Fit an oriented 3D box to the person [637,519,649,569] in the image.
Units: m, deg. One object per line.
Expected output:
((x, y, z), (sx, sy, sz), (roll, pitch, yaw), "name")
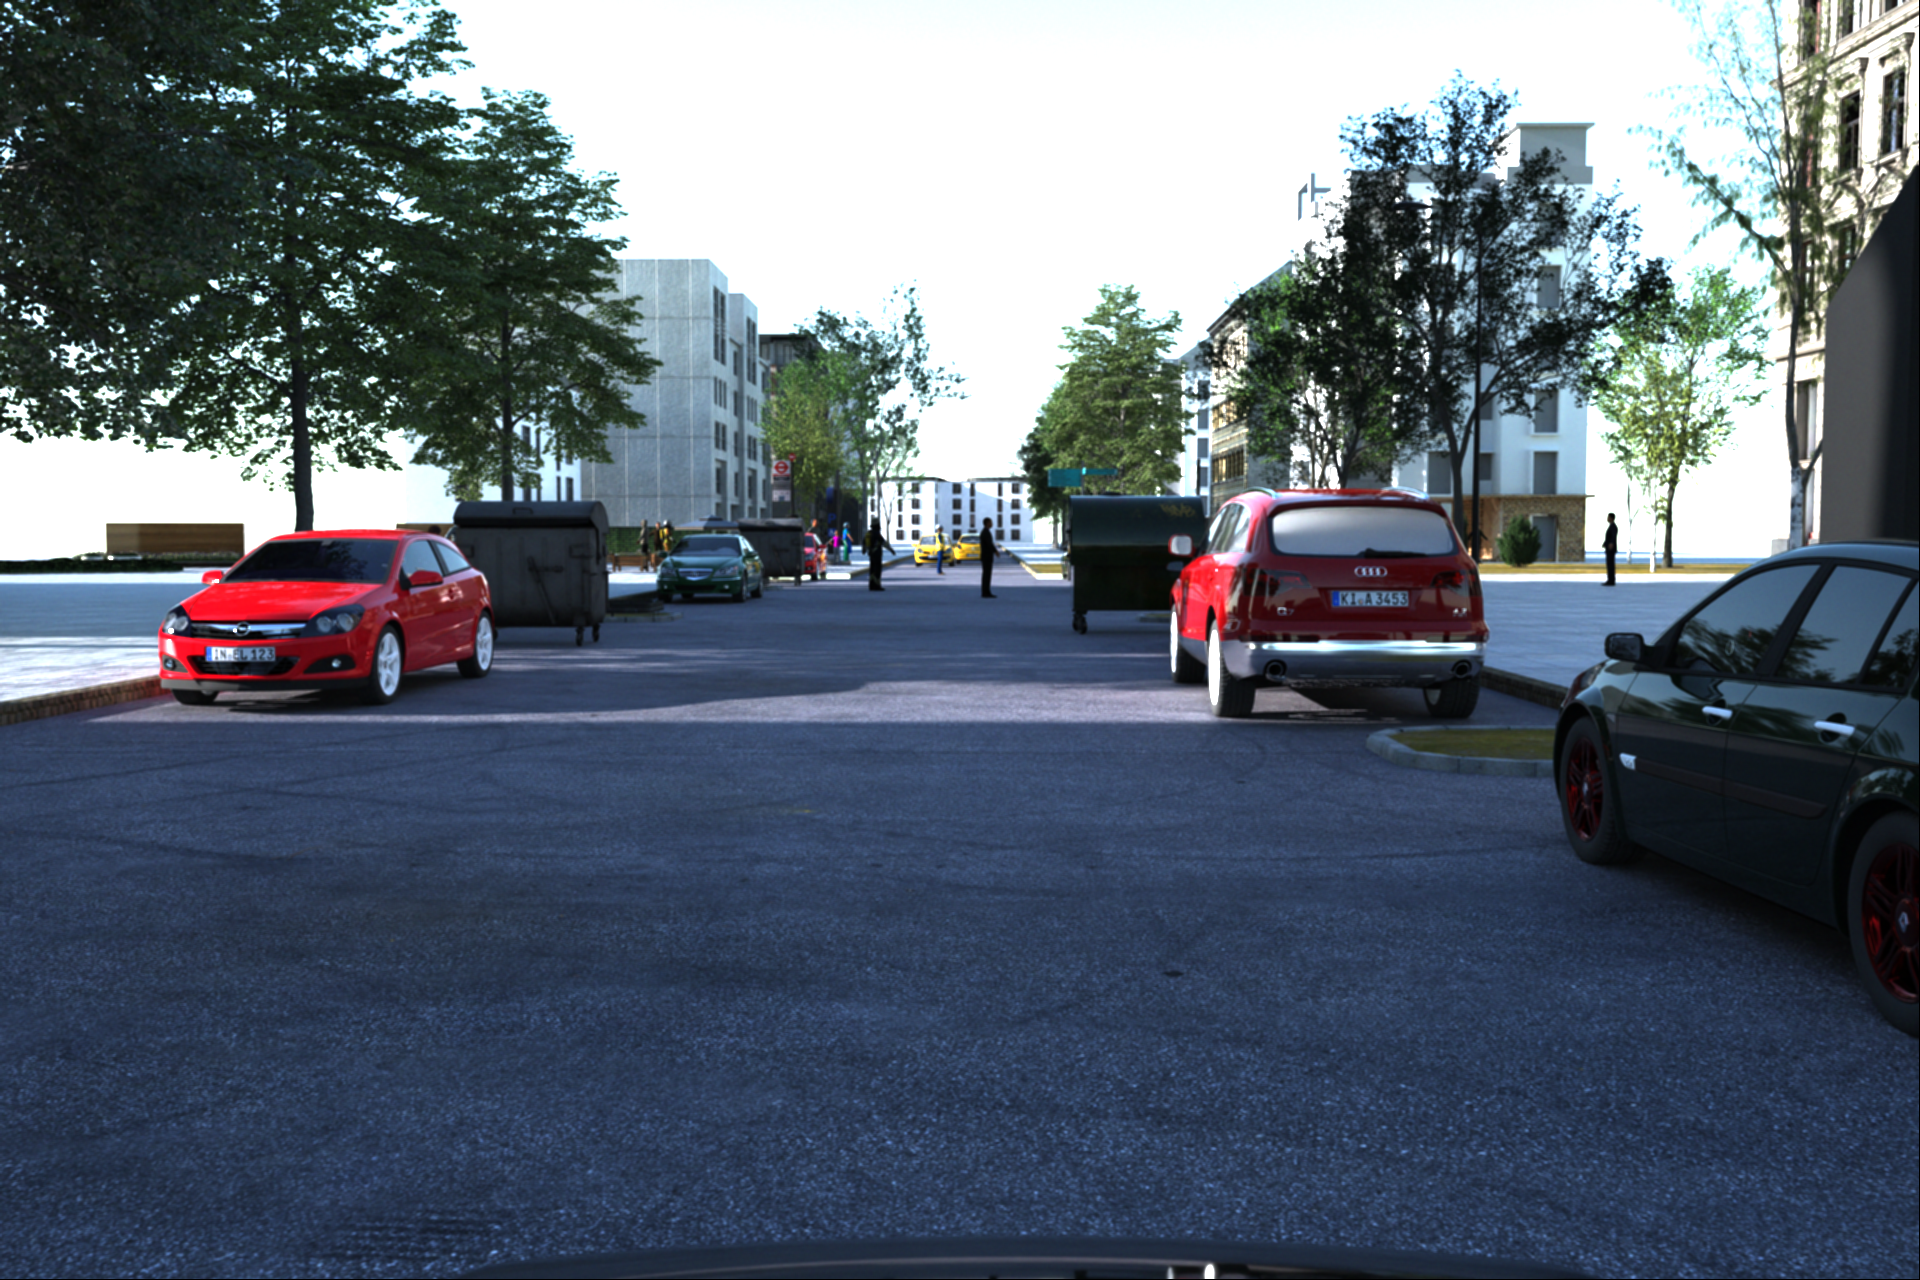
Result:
((-11.465, -3.468, 62.834), (0.705, 1.813, 1.348), (0, 4, 3), "person")

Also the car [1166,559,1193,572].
((3.585, -0.708, 20.613), (2.155, 1.783, 4.494), (0, 4, 1), "car")

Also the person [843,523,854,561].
((-5.203, -4.525, 80.112), (0.704, 1.817, 1.347), (-1, 4, -20), "person")

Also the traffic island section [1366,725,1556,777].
((3.707, 0.714, 11.200), (1.991, 0.108, 1.994), (0, 4, 1), "traffic island section")

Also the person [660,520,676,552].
((-11.685, -3.891, 69.391), (0.705, 1.858, 1.354), (-2, 4, -26), "person")

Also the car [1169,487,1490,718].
((3.022, -0.390, 15.054), (2.281, 1.827, 5.304), (0, 4, 1), "car")

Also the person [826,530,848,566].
((-5.000, -3.725, 70.167), (0.991, 1.433, 0.599), (1, 4, 16), "person")

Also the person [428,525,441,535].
((-8.831, -1.174, 28.464), (0.421, 1.427, 0.697), (3, 4, 36), "person")

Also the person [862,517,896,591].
((-2.115, -2.177, 43.836), (0.705, 1.856, 1.354), (-3, 4, -38), "person")

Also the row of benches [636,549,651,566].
((-13.016, -3.413, 71.258), (1.422, 0.672, 4.104), (-1, 4, -10), "row of benches")

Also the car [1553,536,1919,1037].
((3.547, 0.213, 6.305), (2.009, 1.686, 4.222), (0, 4, 1), "car")

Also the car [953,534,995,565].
((0.646, -4.439, 82.805), (2.015, 1.641, 3.980), (0, 4, 1), "car")

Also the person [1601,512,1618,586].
((16.149, -2.263, 43.050), (0.704, 1.823, 1.345), (1, 4, 12), "person")

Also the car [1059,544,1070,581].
((4.141, -2.732, 54.459), (2.009, 1.686, 4.222), (0, 3, 0), "car")

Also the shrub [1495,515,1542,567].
((21.584, -3.843, 66.875), (1.661, 2.075, 1.752), (0, 3, 0), "shrub")

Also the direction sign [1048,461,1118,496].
((4.477, -4.517, 62.608), (2.525, 3.948, 1.411), (0, 4, 0), "direction sign")

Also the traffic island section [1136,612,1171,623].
((3.941, -0.360, 28.747), (1.991, 0.108, 1.994), (0, 4, 0), "traffic island section")

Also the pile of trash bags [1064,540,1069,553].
((5.176, -3.737, 70.851), (1.912, 1.369, 3.447), (0, 4, 1), "pile of trash bags")

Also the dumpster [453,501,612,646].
((-5.560, -0.876, 22.544), (1.865, 1.857, 1.264), (0, 4, 1), "dumpster")

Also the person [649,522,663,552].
((-13.467, -4.356, 77.350), (1.346, 1.812, 0.704), (0, 4, -1), "person")

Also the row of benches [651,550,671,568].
((-9.881, -3.104, 66.220), (4.104, 0.672, 1.422), (-1, 4, -21), "row of benches")

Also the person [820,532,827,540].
((-6.770, -5.149, 90.908), (1.216, 1.740, 0.721), (-1, 4, -10), "person")

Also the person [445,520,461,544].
((-15.777, -2.976, 54.494), (0.704, 1.849, 1.345), (2, 4, 30), "person")

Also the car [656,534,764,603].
((-5.380, -1.581, 37.644), (2.131, 1.459, 4.920), (0, 4, 1), "car")

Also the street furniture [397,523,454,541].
((-20.026, -4.023, 72.626), (11.010, 1.723, 9.812), (-1, 4, -15), "street furniture")

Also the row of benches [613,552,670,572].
((-9.899, -2.658, 58.921), (4.104, 0.672, 1.422), (0, 4, 8), "row of benches")

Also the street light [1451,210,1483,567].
((7.807, -3.166, 24.310), (1.470, 5.913, 1.316), (0, 4, 1), "street light")

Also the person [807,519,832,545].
((-5.004, -3.290, 60.064), (0.705, 1.796, 1.348), (3, 5, 45), "person")

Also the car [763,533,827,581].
((-5.212, -2.777, 54.449), (2.155, 1.783, 4.494), (0, 4, 1), "car")

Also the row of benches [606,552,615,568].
((-13.698, -2.989, 64.326), (1.422, 0.672, 4.104), (0, 4, 7), "row of benches")

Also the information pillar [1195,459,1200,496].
((7.406, -3.831, 53.998), (0.183, 3.616, 0.504), (0, 4, 1), "information pillar")

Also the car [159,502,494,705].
((-5.658, -0.418, 15.881), (2.155, 1.783, 4.494), (0, 4, 1), "car")

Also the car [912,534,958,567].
((-1.093, -4.094, 77.165), (2.015, 1.641, 3.980), (0, 4, 1), "car")

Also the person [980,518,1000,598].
((0.641, -1.862, 39.123), (0.704, 1.802, 1.346), (-1, 4, -12), "person")

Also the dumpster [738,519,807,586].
((-5.217, -2.440, 48.111), (1.865, 1.857, 1.264), (0, 4, 1), "dumpster")

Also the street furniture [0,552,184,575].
((-30.976, -2.509, 56.647), (10.072, 0.657, 5.734), (-3, 4, -38), "street furniture")

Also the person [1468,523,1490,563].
((22.594, -4.247, 75.632), (0.705, 1.806, 1.347), (-2, 4, -24), "person")

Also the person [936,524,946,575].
((-0.621, -3.214, 61.462), (0.721, 1.772, 1.216), (0, 4, -2), "person")

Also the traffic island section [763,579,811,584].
((-5.434, -1.726, 51.083), (1.991, 0.108, 1.994), (0, 4, 1), "traffic island section")

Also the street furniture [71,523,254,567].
((-32.361, -3.782, 68.691), (9.812, 1.723, 11.010), (-1, 4, -11), "street furniture")
